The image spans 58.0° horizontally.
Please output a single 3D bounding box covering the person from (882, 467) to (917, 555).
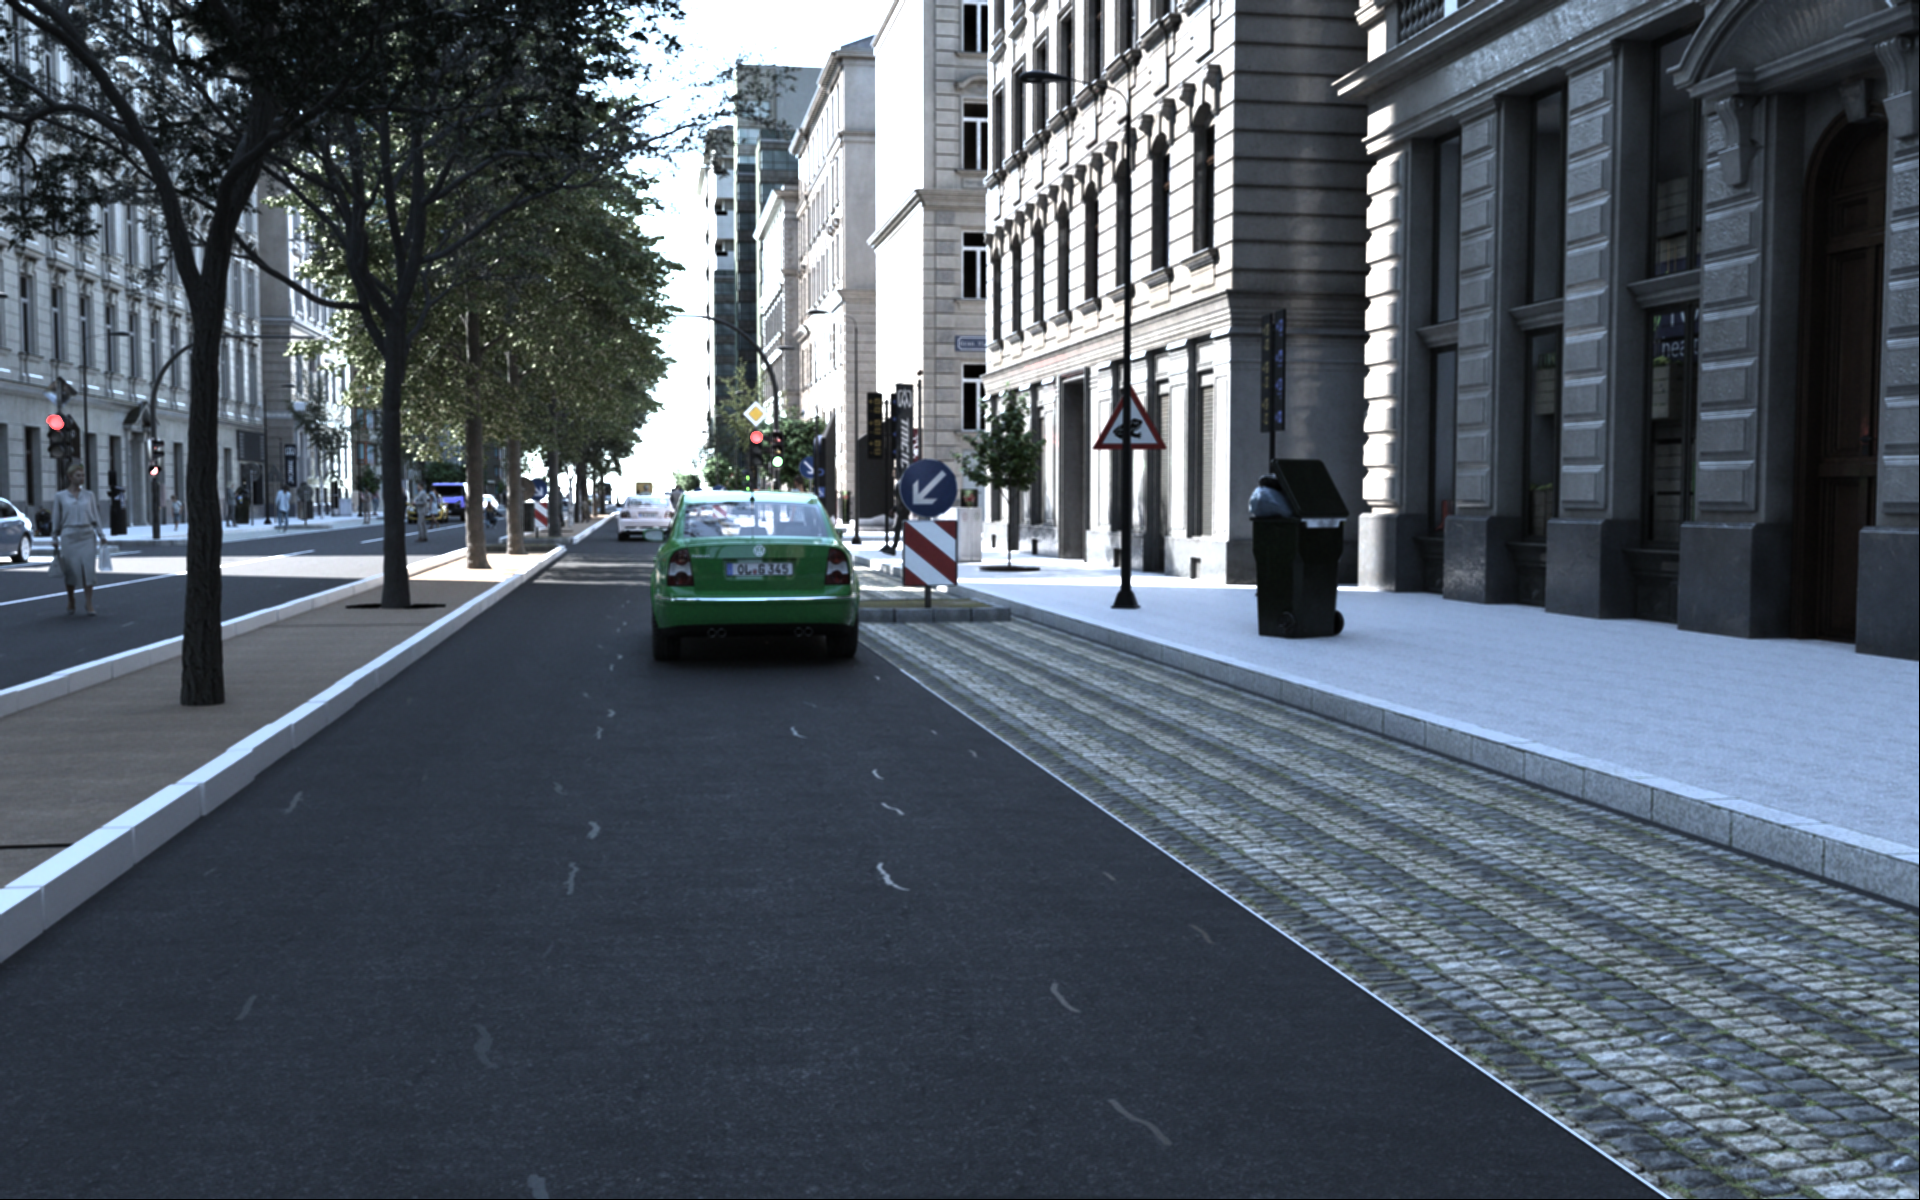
[{"bbox_3d":[-1.273,-1.861,36.252,0.755,1.850,0.659,0,4,-8],"label":"person"}]

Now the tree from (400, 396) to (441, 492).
[{"bbox_3d":[-35.655,-9.668,108.436,4.360,8.622,3.978,0,3,0],"label":"tree"}]

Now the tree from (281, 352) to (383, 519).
[{"bbox_3d":[-32.385,-8.438,88.319,4.360,8.622,3.978,0,3,0],"label":"tree"}]

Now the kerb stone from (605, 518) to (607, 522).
[{"bbox_3d":[-17.416,-3.801,84.403,0.120,0.150,1.000,-1,4,-10],"label":"kerb stone"}]

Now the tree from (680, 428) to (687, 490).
[{"bbox_3d":[-27.511,-14.139,181.539,4.360,8.622,3.978,0,3,0],"label":"tree"}]

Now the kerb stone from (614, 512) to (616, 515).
[{"bbox_3d":[-21.827,-5.284,108.586,0.120,0.150,1.000,-1,4,-10],"label":"kerb stone"}]

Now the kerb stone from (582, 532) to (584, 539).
[{"bbox_3d":[-11.901,-1.951,54.139,0.120,0.150,1.000,-1,4,-10],"label":"kerb stone"}]

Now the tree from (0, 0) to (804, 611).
[{"bbox_3d":[-7.128,-6.643,21.440,12.009,13.543,11.850,0,3,0],"label":"tree"}]

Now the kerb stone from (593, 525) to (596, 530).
[{"bbox_3d":[-14.103,-2.693,66.226,0.120,0.150,1.000,-1,4,-10],"label":"kerb stone"}]

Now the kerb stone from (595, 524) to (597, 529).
[{"bbox_3d":[-14.467,-2.813,68.241,0.120,0.150,1.000,-1,4,-10],"label":"kerb stone"}]

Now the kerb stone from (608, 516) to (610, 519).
[{"bbox_3d":[-18.704,-4.233,91.451,0.120,0.150,1.000,-1,4,-10],"label":"kerb stone"}]

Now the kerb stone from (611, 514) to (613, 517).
[{"bbox_3d":[-20.169,-4.725,99.511,0.120,0.150,1.000,-1,4,-10],"label":"kerb stone"}]

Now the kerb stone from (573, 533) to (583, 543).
[{"bbox_3d":[-11.718,-1.892,53.129,0.120,0.150,1.000,-1,4,-10],"label":"kerb stone"}]

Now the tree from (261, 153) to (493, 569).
[{"bbox_3d":[-9.011,-6.824,32.158,7.486,12.596,7.792,0,3,0],"label":"tree"}]

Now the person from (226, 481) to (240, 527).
[{"bbox_3d":[-28.188,-3.725,67.127,0.526,1.800,0.537,-1,4,-17],"label":"person"}]

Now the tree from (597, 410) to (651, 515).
[{"bbox_3d":[-24.825,-11.697,119.461,9.928,11.665,9.643,0,3,0],"label":"tree"}]

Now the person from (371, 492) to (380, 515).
[{"bbox_3d":[-35.637,-6.091,105.641,0.555,1.821,0.388,0,4,-4],"label":"person"}]

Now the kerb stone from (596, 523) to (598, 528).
[{"bbox_3d":[-14.645,-2.878,69.250,0.120,0.150,1.000,-1,4,-10],"label":"kerb stone"}]

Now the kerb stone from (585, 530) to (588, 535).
[{"bbox_3d":[-12.451,-2.134,57.155,0.120,0.150,1.000,-1,4,-10],"label":"kerb stone"}]

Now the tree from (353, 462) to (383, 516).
[{"bbox_3d":[-34.869,-6.600,102.504,1.663,3.219,1.824,0,3,0],"label":"tree"}]

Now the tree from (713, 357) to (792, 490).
[{"bbox_3d":[-11.240,-8.789,94.066,4.737,8.622,4.395,0,3,0],"label":"tree"}]

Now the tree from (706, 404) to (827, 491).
[{"bbox_3d":[-6.093,-4.860,63.168,4.285,4.588,4.351,0,3,0],"label":"tree"}]

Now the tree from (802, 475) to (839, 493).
[{"bbox_3d":[-5.805,-4.447,67.316,1.663,3.219,1.824,0,3,0],"label":"tree"}]

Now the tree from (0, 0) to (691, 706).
[{"bbox_3d":[-5.105,-4.540,11.099,8.767,10.594,7.601,-1,4,-10],"label":"tree"}]

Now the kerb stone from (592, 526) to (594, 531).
[{"bbox_3d":[-13.734,-2.570,64.208,0.120,0.150,1.000,-1,4,-10],"label":"kerb stone"}]

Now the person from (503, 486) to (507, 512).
[{"bbox_3d":[-22.306,-4.730,85.612,0.659,1.850,0.755,0,4,3],"label":"person"}]

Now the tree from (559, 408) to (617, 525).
[{"bbox_3d":[-19.929,-8.433,90.707,4.360,8.622,3.978,0,3,0],"label":"tree"}]

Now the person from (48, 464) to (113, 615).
[{"bbox_3d":[-10.457,-0.718,20.596,0.694,1.780,0.624,-1,4,-21],"label":"person"}]

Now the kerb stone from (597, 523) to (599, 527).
[{"bbox_3d":[-14.830,-2.940,70.261,0.120,0.150,1.000,-1,4,-10],"label":"kerb stone"}]

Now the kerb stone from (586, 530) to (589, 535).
[{"bbox_3d":[-12.633,-2.200,58.160,0.120,0.150,1.000,-1,4,-10],"label":"kerb stone"}]

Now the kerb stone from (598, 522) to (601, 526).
[{"bbox_3d":[-15.383,-3.120,73.293,0.120,0.150,1.000,-1,4,-10],"label":"kerb stone"}]

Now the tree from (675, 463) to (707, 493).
[{"bbox_3d":[-18.659,-9.173,133.686,4.285,4.588,4.351,0,3,0],"label":"tree"}]

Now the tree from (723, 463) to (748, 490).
[{"bbox_3d":[-13.536,-6.751,104.986,1.663,3.219,1.824,0,3,0],"label":"tree"}]

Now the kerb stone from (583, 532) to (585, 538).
[{"bbox_3d":[-12.086,-2.011,55.144,0.120,0.150,1.000,-1,4,-10],"label":"kerb stone"}]

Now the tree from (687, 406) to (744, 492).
[{"bbox_3d":[-19.652,-11.628,140.486,4.360,8.622,3.978,0,3,0],"label":"tree"}]

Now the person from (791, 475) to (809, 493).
[{"bbox_3d":[-3.191,-1.607,34.863,0.616,1.811,0.778,-3,4,-36],"label":"person"}]

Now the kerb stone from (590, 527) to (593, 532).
[{"bbox_3d":[-13.363,-2.446,62.190,0.120,0.150,1.000,-1,4,-10],"label":"kerb stone"}]

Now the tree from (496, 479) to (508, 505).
[{"bbox_3d":[-55.586,-13.168,209.894,1.663,3.219,1.824,0,3,0],"label":"tree"}]

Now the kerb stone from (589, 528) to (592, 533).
[{"bbox_3d":[-13.179,-2.384,61.181,0.120,0.150,1.000,-1,4,-10],"label":"kerb stone"}]

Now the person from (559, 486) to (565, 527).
[{"bbox_3d":[-17.462,-4.065,75.144,0.590,1.801,0.661,-1,4,-8],"label":"person"}]

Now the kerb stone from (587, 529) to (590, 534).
[{"bbox_3d":[-12.812,-2.261,59.170,0.120,0.150,1.000,-1,4,-10],"label":"kerb stone"}]

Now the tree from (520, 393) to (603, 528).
[{"bbox_3d":[-16.684,-7.391,73.660,4.737,8.622,4.395,0,3,0],"label":"tree"}]

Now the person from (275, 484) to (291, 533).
[{"bbox_3d":[-25.125,-3.396,64.297,0.793,1.790,0.793,1,4,9],"label":"person"}]

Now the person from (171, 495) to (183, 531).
[{"bbox_3d":[-27.375,-3.046,60.532,0.332,1.250,0.352,3,5,41],"label":"person"}]

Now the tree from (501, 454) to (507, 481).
[{"bbox_3d":[-57.090,-16.688,223.207,4.737,8.622,4.395,0,3,0],"label":"tree"}]

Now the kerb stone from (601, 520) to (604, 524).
[{"bbox_3d":[-16.313,-3.435,78.360,0.120,0.150,1.000,-1,4,-10],"label":"kerb stone"}]

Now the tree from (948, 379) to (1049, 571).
[{"bbox_3d":[0.858,-2.118,29.236,1.663,3.219,1.824,0,3,0],"label":"tree"}]

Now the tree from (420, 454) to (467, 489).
[{"bbox_3d":[-42.800,-9.742,142.987,4.285,4.588,4.351,0,3,0],"label":"tree"}]

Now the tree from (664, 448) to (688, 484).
[{"bbox_3d":[-45.297,-20.003,277.417,4.737,8.622,4.395,0,3,0],"label":"tree"}]

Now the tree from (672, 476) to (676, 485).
[{"bbox_3d":[-36.101,-15.209,232.375,4.285,4.588,4.351,0,3,0],"label":"tree"}]

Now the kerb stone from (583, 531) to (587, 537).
[{"bbox_3d":[-12.257,-2.077,56.151,0.120,0.150,1.000,-1,4,-10],"label":"kerb stone"}]

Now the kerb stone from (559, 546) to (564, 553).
[{"bbox_3d":[-9.403,-1.119,40.485,0.120,0.150,1.000,-1,4,-10],"label":"kerb stone"}]

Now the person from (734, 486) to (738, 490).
[{"bbox_3d":[-12.393,-5.472,96.344,0.563,1.720,0.643,2,4,35],"label":"person"}]

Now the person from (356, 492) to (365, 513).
[{"bbox_3d":[-40.457,-6.740,116.838,0.643,1.750,0.593,-2,4,-30],"label":"person"}]

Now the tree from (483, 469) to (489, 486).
[{"bbox_3d":[-45.367,-10.808,160.429,4.285,4.588,4.351,0,3,0],"label":"tree"}]

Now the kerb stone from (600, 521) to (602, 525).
[{"bbox_3d":[-15.754,-3.249,75.318,0.120,0.150,1.000,-1,4,-10],"label":"kerb stone"}]

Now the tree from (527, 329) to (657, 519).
[{"bbox_3d":[-21.225,-11.530,97.621,9.857,13.997,8.962,0,3,0],"label":"tree"}]

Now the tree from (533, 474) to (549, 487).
[{"bbox_3d":[-66.398,-17.756,274.027,4.285,4.588,4.351,0,3,0],"label":"tree"}]

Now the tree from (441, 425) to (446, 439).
[{"bbox_3d":[-37.573,-10.266,118.204,4.360,8.622,3.978,0,3,0],"label":"tree"}]
